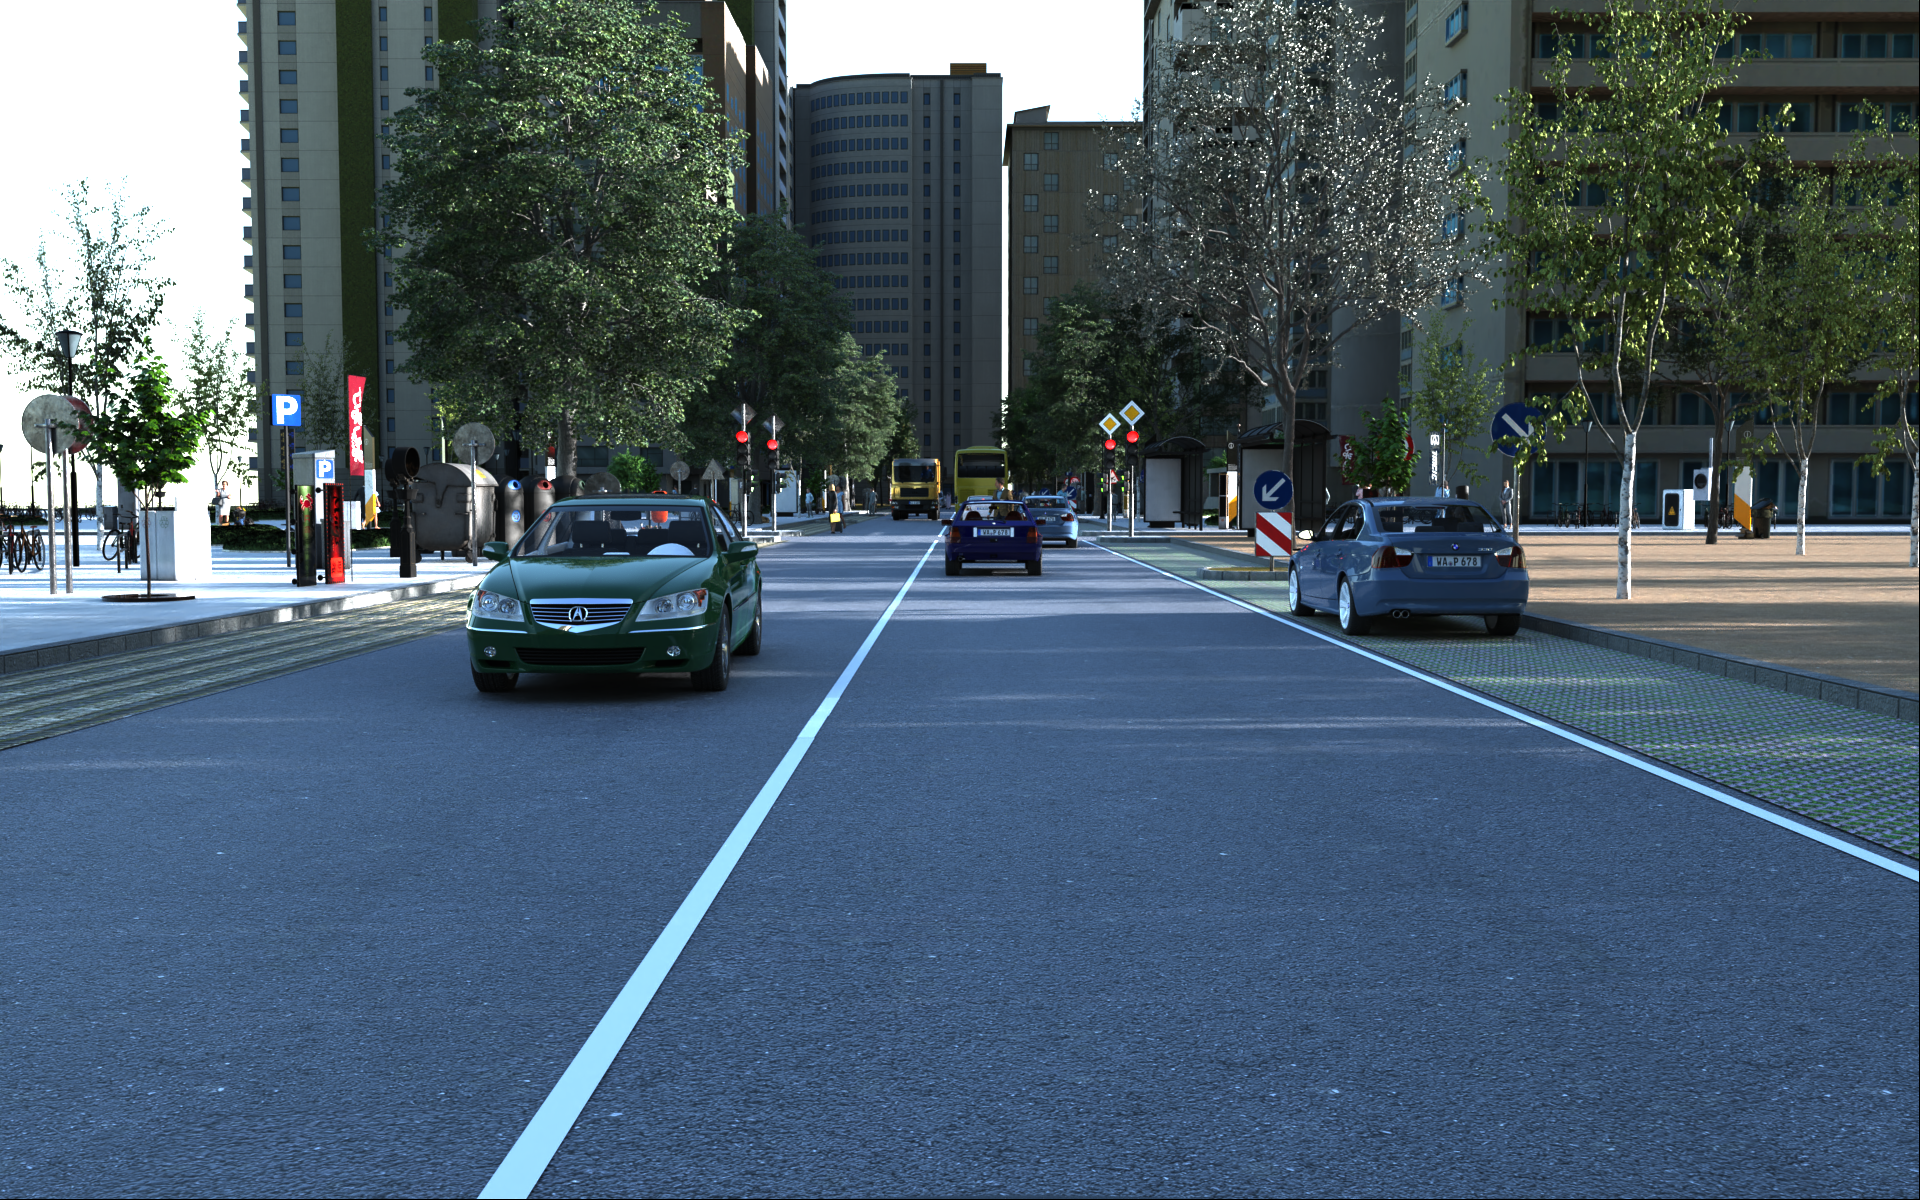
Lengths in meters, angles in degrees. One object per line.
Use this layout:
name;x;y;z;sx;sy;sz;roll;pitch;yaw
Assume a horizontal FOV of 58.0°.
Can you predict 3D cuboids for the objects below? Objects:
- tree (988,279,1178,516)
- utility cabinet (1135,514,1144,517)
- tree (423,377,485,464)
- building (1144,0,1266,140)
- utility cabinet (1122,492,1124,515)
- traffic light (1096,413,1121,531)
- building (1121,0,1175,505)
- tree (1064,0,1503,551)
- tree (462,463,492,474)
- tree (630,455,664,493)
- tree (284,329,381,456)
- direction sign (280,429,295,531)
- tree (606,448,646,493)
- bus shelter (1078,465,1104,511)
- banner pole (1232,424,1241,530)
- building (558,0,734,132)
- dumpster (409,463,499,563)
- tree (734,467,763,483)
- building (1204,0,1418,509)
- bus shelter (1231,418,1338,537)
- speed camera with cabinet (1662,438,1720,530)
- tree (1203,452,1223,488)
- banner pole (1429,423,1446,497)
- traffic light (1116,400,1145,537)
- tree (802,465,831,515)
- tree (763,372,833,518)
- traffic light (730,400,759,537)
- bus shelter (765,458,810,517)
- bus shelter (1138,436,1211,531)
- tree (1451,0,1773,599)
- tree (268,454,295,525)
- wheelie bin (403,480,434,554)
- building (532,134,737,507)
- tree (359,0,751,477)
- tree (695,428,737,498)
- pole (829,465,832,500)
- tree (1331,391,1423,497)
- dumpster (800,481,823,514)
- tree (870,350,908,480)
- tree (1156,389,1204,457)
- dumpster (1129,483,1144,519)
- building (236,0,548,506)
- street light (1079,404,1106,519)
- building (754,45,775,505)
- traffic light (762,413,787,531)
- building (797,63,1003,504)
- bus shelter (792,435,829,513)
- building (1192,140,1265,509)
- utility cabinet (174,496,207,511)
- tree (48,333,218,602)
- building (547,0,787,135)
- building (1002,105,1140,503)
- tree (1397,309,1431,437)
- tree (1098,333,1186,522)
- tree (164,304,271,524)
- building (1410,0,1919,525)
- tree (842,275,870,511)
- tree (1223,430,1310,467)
tree;8.128;-11.915;101.473;9.857;13.997;8.962;0;3;0
utility cabinet;10.020;-5.287;95.116;1.173;1.500;0.318;2;4;31
tree;-28.185;-8.977;97.129;4.737;8.622;4.395;0;3;0
building;33.054;-35.184;164.494;28.713;52.752;27.495;0;4;0
utility cabinet;9.970;-5.728;102.325;0.318;1.500;1.173;-1;4;-19
traffic light;5.142;-4.334;59.786;0.839;4.253;0.868;0;4;0
building;28.829;-45.854;187.957;20.563;71.187;20.611;0;4;0
tree;7.448;-7.884;39.270;12.009;13.543;11.850;0;3;0
tree;-20.419;-4.776;72.694;1.663;3.219;1.824;0;3;0
tree;-15.534;-5.590;86.000;1.663;3.219;1.824;0;3;0
tree;-28.511;-7.810;78.060;4.360;8.622;3.978;0;3;0
direction sign;-23.375;-4.177;60.291;0.876;3.537;0.379;3;4;38
tree;-23.502;-8.496;122.626;4.285;4.588;4.351;0;3;0
bus shelter;10.042;-9.343;130.389;2.179;5.291;8.768;0;3;0
banner pole;9.887;-4.367;61.412;0.401;3.779;0.863;0;4;2
building;-26.987;-30.955;156.218;14.600;45.320;14.200;0;4;0
dumpster;-9.573;-1.649;32.726;1.264;1.857;1.865;0;4;0
tree;-12.934;-6.701;104.156;1.663;3.219;1.824;0;3;0
building;33.132;-25.759;113.043;32.217;40.220;23.993;0;4;0
bus shelter;9.122;-3.379;49.170;2.014;3.302;5.546;0;4;0
speed camera with cabinet;25.994;-4.115;61.614;0.660;3.252;2.038;-2;4;-24
tree;19.679;-8.907;129.337;4.285;4.588;4.351;0;3;0
banner pole;16.832;-4.342;61.004;0.863;3.779;0.401;-2;4;-25
traffic light;5.108;-3.846;51.801;0.839;4.253;0.868;0;4;0
tree;-8.840;-6.970;108.565;1.663;3.219;1.824;0;3;0
tree;-8.790;-8.661;91.970;4.360;8.622;3.978;0;3;0
traffic light;-6.454;-3.848;51.834;0.839;4.253;0.868;0;4;0
bus shelter;-9.946;-6.512;100.389;2.014;3.302;5.546;0;4;0
bus shelter;7.747;-4.233;63.127;2.014;3.302;5.546;0;3;0
tree;8.153;-4.331;21.179;4.737;8.622;4.395;0;3;0
tree;-27.565;-4.686;71.216;1.663;3.219;1.824;0;3;0
wheelie bin;-11.657;-1.800;37.333;0.693;1.594;0.980;-1;4;-21
building;-26.369;-22.660;142.198;14.160;30.474;14.107;0;4;0
tree;-9.519;-8.263;41.757;9.857;13.997;8.962;0;3;0
tree;-18.180;-10.816;127.204;4.360;8.622;3.978;0;3;0
pole;-9.109;-7.819;121.680;0.158;3.312;0.155;0;3;0
tree;7.852;-2.258;31.519;1.663;3.219;1.824;0;3;0
dumpster;-9.772;-6.756;112.961;1.502;2.255;1.985;0;4;0
tree;-8.648;-13.738;131.274;9.857;13.997;8.962;0;3;0
tree;13.868;-9.988;113.660;4.360;8.622;3.978;0;3;0
dumpster;9.362;-5.092;89.005;1.264;1.857;1.865;0;4;0
building;-61.892;-39.581;189.151;28.212;58.520;21.231;0;4;0
street light;6.813;-7.145;89.361;1.470;5.913;1.316;0;4;0
building;-26.047;-31.841;170.712;14.600;45.320;14.200;0;4;0
traffic light;-6.420;-4.336;59.819;0.839;4.253;0.868;0;4;0
building;-8.362;-42.710;240.308;28.212;58.520;21.231;0;4;0
bus shelter;-10.526;-8.753;120.750;2.179;5.291;8.768;0;3;0
building;26.223;-22.791;144.332;14.160;30.474;14.107;0;4;0
utility cabinet;-27.039;-3.043;60.917;1.020;1.237;0.306;-3;4;-36
tree;-9.721;-1.607;20.883;1.663;3.219;1.824;0;3;0
building;-33.227;-39.557;188.750;28.212;58.520;21.231;0;4;0
building;19.950;-39.993;243.127;27.495;52.752;28.713;0;4;0
tree;19.135;-7.189;67.897;4.737;8.622;4.395;0;3;0
tree;8.132;-7.818;78.187;4.737;8.622;4.395;0;3;0
tree;-28.773;-7.129;66.924;4.737;8.622;4.395;0;3;0
building;33.135;-27.992;81.374;21.600;48.544;21.300;0;4;0
tree;-8.909;-10.223;73.799;9.857;13.997;8.962;0;3;0
tree;15.816;-6.183;84.804;4.285;4.588;4.351;0;3;0
